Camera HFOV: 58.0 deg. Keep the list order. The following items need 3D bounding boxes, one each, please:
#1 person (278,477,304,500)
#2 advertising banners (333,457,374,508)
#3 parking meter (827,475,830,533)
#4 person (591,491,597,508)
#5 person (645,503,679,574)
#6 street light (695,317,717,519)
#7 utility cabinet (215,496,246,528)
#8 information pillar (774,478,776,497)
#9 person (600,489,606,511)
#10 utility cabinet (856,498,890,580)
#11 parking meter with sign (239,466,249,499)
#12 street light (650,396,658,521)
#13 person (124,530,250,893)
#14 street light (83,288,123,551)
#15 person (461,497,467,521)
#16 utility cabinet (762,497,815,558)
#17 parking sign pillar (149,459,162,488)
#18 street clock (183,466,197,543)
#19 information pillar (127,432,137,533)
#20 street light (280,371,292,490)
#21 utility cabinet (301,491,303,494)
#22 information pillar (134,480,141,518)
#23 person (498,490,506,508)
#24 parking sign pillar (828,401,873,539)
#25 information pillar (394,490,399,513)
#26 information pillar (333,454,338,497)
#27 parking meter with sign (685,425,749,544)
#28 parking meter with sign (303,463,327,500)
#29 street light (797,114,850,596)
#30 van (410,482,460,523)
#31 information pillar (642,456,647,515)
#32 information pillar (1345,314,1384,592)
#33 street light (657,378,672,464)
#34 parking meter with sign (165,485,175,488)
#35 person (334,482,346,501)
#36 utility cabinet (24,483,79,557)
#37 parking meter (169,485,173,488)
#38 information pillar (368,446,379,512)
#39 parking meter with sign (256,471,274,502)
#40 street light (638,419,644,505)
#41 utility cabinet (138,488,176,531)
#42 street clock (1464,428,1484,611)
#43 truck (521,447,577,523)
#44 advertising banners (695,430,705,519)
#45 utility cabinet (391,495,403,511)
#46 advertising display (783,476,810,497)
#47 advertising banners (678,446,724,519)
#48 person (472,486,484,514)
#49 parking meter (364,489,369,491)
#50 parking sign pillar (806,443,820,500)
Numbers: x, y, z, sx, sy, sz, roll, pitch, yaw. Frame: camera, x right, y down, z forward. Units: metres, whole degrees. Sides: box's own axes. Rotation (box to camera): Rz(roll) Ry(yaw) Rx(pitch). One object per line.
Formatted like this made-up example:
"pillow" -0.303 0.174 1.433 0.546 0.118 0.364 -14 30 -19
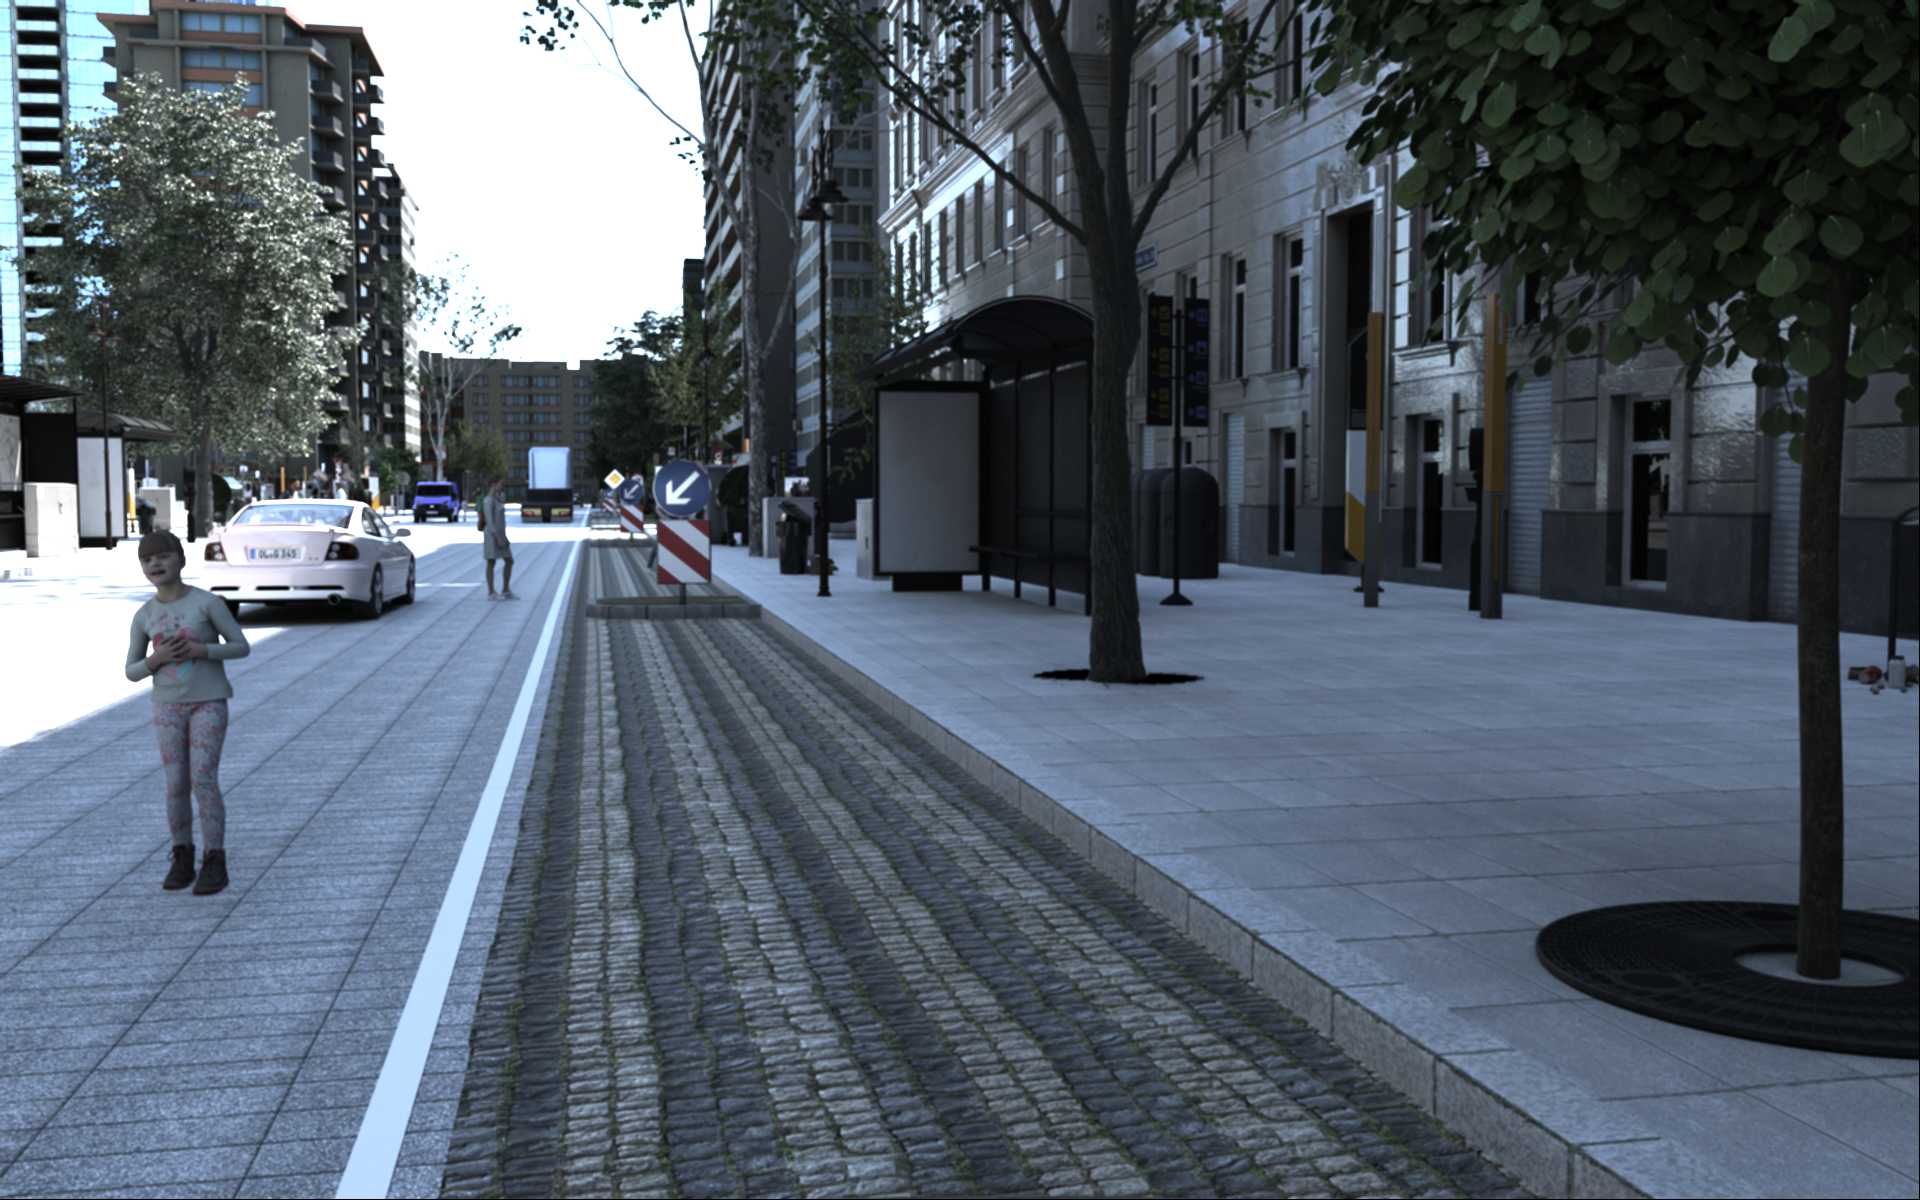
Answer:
"person" -15.141 -1.896 39.491 0.794 1.824 0.713 -3 4 -38
"advertising banners" -28.942 -5.288 82.639 0.090 3.025 2.074 3 5 40
"parking meter" -3.792 -2.792 51.363 0.255 1.863 0.399 0 4 6
"person" -36.380 -9.974 172.123 0.434 1.755 0.990 -3 5 -40
"person" -5.257 -1.324 30.734 0.643 1.750 0.593 1 4 22
"street light" -6.632 -4.438 45.342 0.468 5.910 1.993 -1 4 -12
"utility cabinet" -26.697 -3.195 63.400 1.020 1.237 0.306 -3 4 -37
"information pillar" -8.797 -4.683 81.056 0.304 2.012 0.304 -3 4 -39
"person" -27.789 -7.718 134.869 0.537 1.800 0.526 -3 5 -44
"utility cabinet" -1.322 -0.920 26.199 0.306 1.237 1.020 -1 4 -17
"parking meter with sign" -43.717 -6.672 105.340 0.543 3.016 1.738 -1 4 -10
"street light" -14.302 -6.648 81.479 0.468 5.910 1.993 -1 4 -12
"person" -2.808 0.396 6.303 0.425 1.301 0.394 -1 4 -22
"street light" -19.307 -4.058 39.133 0.468 5.910 1.993 -1 4 -12
"person" -26.276 -4.840 91.912 0.425 1.301 0.394 1 4 21
"utility cabinet" -3.464 -1.458 34.994 1.020 1.237 0.306 -2 4 -29
"parking sign pillar" -57.721 -8.304 124.236 1.447 3.967 1.447 0 4 -6
"street clock" -20.071 -2.483 45.162 0.358 2.002 0.471 -2 4 -32
"information pillar" -27.114 -3.993 56.638 0.183 3.616 0.504 -1 4 -14
"street light" -24.278 -5.487 62.503 0.468 5.910 1.993 -1 4 -12
"utility cabinet" -42.663 -6.294 111.582 1.173 1.500 0.318 2 4 28
"information pillar" -44.400 -5.444 93.493 0.304 2.012 0.304 3 4 37
"person" -37.318 -8.093 141.019 0.583 1.804 0.606 1 4 16
"parking sign pillar" -3.056 -3.733 49.502 1.447 3.967 1.447 0 4 7
"information pillar" -37.657 -6.803 115.726 0.304 2.012 0.304 -1 4 -8
"information pillar" -36.061 -6.651 100.098 0.183 3.616 0.504 0 4 7
"parking meter with sign" -6.120 -2.933 44.214 1.738 3.016 0.543 -1 4 -13
"parking meter with sign" -36.389 -6.157 96.923 1.738 3.016 0.543 -3 4 -38
"street light" -1.707 -2.985 21.595 0.468 5.910 1.993 -1 4 -12
"van" -26.493 -5.093 87.650 2.240 2.365 5.245 -1 4 -12
"information pillar" -19.605 -7.089 107.266 0.183 3.616 0.504 1 4 11
"information pillar" 5.285 -1.911 22.597 0.504 3.616 0.183 -1 4 -14
"street light" -11.622 -5.870 68.755 0.468 5.910 1.993 -1 4 -12
"parking meter with sign" -63.481 -8.741 139.179 1.738 3.016 0.543 -1 4 -10
"person" -18.544 -2.639 51.904 0.793 1.790 0.793 3 5 43
"utility cabinet" -18.394 -1.615 35.092 0.318 1.500 1.173 1 4 10
"parking meter" -52.750 -6.735 115.828 0.255 1.863 0.399 -1 4 -19
"information pillar" -28.730 -5.719 84.855 0.183 3.616 0.504 3 4 36
"parking meter with sign" -52.252 -8.235 130.896 0.543 3.016 1.738 3 4 37
"street light" -19.253 -8.067 104.687 0.468 5.910 1.993 -1 4 -12
"utility cabinet" -27.840 -3.141 60.027 1.173 1.500 0.318 0 4 5
"street clock" 5.717 -0.885 19.045 0.358 2.002 0.471 1 4 21
"truck" -22.344 -6.387 94.185 2.967 4.110 18.799 -1 4 -12
"advertising banners" -7.258 -3.182 48.215 0.090 3.025 2.074 0 4 -4
"utility cabinet" -44.061 -7.608 135.555 0.306 1.237 1.020 2 4 30
"advertising display" -5.892 -3.501 62.453 0.974 1.923 0.123 -1 4 -17
"advertising banners" -9.328 -4.040 62.249 2.074 3.025 0.090 -3 5 -40
"person" -22.741 -4.484 82.055 0.600 1.795 0.529 1 4 12
"parking meter" -29.393 -4.742 85.943 0.372 1.533 0.369 0 3 0
"parking sign pillar" -6.952 -5.891 84.782 1.447 3.967 1.447 3 5 42
